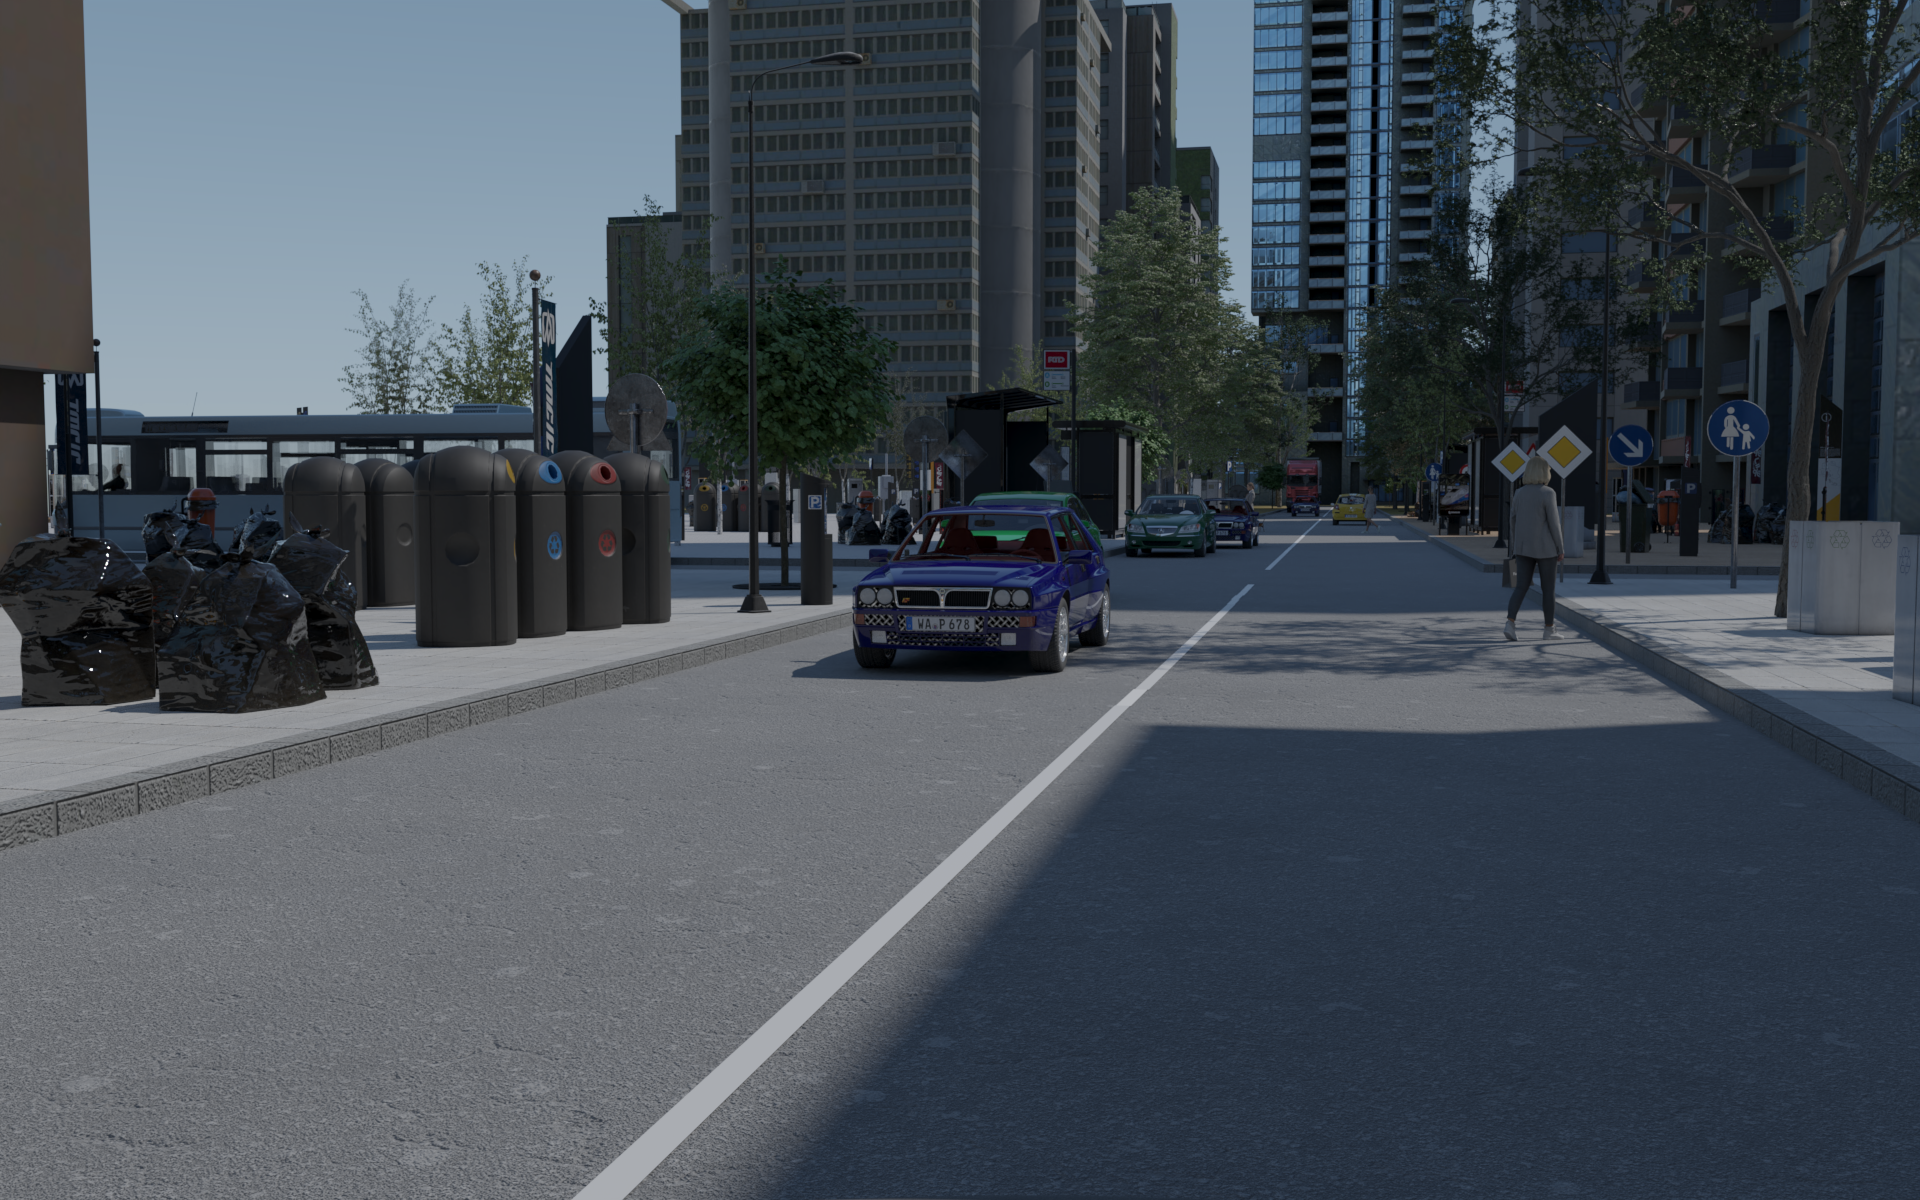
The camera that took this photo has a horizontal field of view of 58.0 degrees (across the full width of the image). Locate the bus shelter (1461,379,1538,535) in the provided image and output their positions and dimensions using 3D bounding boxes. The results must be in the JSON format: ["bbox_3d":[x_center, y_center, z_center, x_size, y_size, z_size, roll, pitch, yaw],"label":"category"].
[{"bbox_3d":[18.061,-4.926,58.168,2.179,5.291,8.768,1,4,13],"label":"bus shelter"}]

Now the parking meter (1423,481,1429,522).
[{"bbox_3d":[21.412,-4.517,79.570,0.255,1.863,0.399,1,4,19],"label":"parking meter"}]

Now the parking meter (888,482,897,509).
[{"bbox_3d":[-3.258,-4.756,83.471,0.399,1.863,0.255,-2,4,-27],"label":"parking meter"}]

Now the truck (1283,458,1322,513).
[{"bbox_3d":[26.879,-8.954,135.315,2.839,4.237,11.283,1,4,13],"label":"truck"}]

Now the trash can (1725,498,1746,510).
[{"bbox_3d":[26.954,-2.970,60.215,0.748,1.137,0.748,0,3,0],"label":"trash can"}]

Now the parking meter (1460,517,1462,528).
[{"bbox_3d":[18.562,-3.607,64.680,0.399,1.863,0.255,2,4,32],"label":"parking meter"}]

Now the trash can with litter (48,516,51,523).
[{"bbox_3d":[-40.349,-4.028,77.237,0.624,1.170,1.055,2,4,32],"label":"trash can with litter"}]

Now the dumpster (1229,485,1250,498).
[{"bbox_3d":[17.343,-6.241,107.806,1.264,1.857,1.865,1,4,13],"label":"dumpster"}]

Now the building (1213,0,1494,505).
[{"bbox_3d":[46.682,-54.551,204.573,31.000,86.520,22.319,1,4,13],"label":"building"}]

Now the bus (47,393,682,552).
[{"bbox_3d":[-12.308,-2.434,34.657,13.247,3.499,2.948,1,4,11],"label":"bus"}]

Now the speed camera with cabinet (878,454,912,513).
[{"bbox_3d":[-2.967,-5.550,85.083,2.038,3.252,0.660,-1,4,-14],"label":"speed camera with cabinet"}]

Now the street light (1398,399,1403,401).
[{"bbox_3d":[21.927,-6.844,84.442,1.470,5.913,1.316,1,4,13],"label":"street light"}]

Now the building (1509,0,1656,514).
[{"bbox_3d":[50.350,-35.520,122.759,21.231,58.520,28.212,1,4,13],"label":"building"}]

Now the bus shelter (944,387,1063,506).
[{"bbox_3d":[1.118,-3.060,41.313,1.731,3.624,6.357,1,4,13],"label":"bus shelter"}]

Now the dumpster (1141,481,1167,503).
[{"bbox_3d":[7.986,-4.109,72.945,1.264,1.857,1.865,1,4,13],"label":"dumpster"}]

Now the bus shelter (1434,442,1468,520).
[{"bbox_3d":[23.320,-5.527,81.643,1.731,3.624,6.357,1,4,13],"label":"bus shelter"}]

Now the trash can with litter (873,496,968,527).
[{"bbox_3d":[-0.490,-1.532,36.106,2.233,1.210,1.678,-1,4,-15],"label":"trash can with litter"}]

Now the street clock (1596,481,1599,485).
[{"bbox_3d":[34.294,-5.454,93.749,0.471,2.002,0.358,3,4,36],"label":"street clock"}]

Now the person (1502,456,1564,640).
[{"bbox_3d":[5.577,-0.509,17.007,0.728,1.800,0.709,-2,4,-32],"label":"person"}]

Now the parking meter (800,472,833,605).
[{"bbox_3d":[-1.663,-0.714,20.080,0.372,1.533,0.369,0,3,0],"label":"parking meter"}]

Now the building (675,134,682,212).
[{"bbox_3d":[-22.175,-36.498,220.446,21.600,48.544,21.300,1,4,13],"label":"building"}]

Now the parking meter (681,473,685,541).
[{"bbox_3d":[-7.729,-2.573,47.776,0.255,1.863,0.399,-1,4,-10],"label":"parking meter"}]

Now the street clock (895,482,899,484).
[{"bbox_3d":[-3.866,-6.238,106.563,0.358,2.002,0.471,0,4,-2],"label":"street clock"}]

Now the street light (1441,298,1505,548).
[{"bbox_3d":[12.316,-4.194,41.116,1.470,5.913,1.316,1,4,13],"label":"street light"}]

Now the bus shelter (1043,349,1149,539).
[{"bbox_3d":[3.946,-4.459,50.535,2.179,5.291,8.768,1,4,13],"label":"bus shelter"}]

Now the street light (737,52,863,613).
[{"bbox_3d":[-1.705,-2.810,18.482,1.470,5.913,1.316,1,4,13],"label":"street light"}]

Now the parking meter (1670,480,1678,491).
[{"bbox_3d":[28.692,-3.902,69.512,0.399,1.863,0.255,-2,4,-30],"label":"parking meter"}]

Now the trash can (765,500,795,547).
[{"bbox_3d":[-4.368,-1.859,42.044,0.748,1.137,0.748,0,3,0],"label":"trash can"}]

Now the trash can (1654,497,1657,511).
[{"bbox_3d":[30.591,-3.933,75.962,0.748,1.137,0.748,0,3,0],"label":"trash can"}]

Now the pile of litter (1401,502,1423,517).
[{"bbox_3d":[25.286,-5.018,96.009,1.719,0.858,1.176,1,4,12],"label":"pile of litter"}]

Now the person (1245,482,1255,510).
[{"bbox_3d":[8.886,-2.753,53.779,0.573,1.790,0.520,-1,4,-9],"label":"person"}]

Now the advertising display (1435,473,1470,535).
[{"bbox_3d":[15.352,-2.975,53.851,0.974,1.923,0.123,0,4,-3],"label":"advertising display"}]

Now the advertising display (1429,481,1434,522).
[{"bbox_3d":[21.817,-4.490,78.619,0.974,1.923,0.123,0,4,2],"label":"advertising display"}]

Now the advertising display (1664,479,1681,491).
[{"bbox_3d":[29.745,-4.089,72.070,0.974,1.923,0.123,-1,4,-11],"label":"advertising display"}]

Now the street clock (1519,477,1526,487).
[{"bbox_3d":[23.568,-4.140,72.262,0.358,2.002,0.471,-3,4,-38],"label":"street clock"}]

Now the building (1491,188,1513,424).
[{"bbox_3d":[75.659,-31.400,205.274,23.993,40.220,32.217,1,4,13],"label":"building"}]

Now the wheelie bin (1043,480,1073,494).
[{"bbox_3d":[2.176,-1.918,39.271,0.980,1.594,0.693,0,4,-7],"label":"wheelie bin"}]

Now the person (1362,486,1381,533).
[{"bbox_3d":[14.977,-3.289,63.033,0.760,1.731,0.466,2,4,34],"label":"person"}]

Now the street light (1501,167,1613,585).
[{"bbox_3d":[8.607,-3.187,24.652,1.470,5.913,1.316,1,4,13],"label":"street light"}]

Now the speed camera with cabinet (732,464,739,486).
[{"bbox_3d":[-14.671,-6.872,106.686,2.038,3.252,0.660,0,4,2],"label":"speed camera with cabinet"}]

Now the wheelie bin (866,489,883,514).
[{"bbox_3d":[-5.158,-6.181,108.966,0.980,1.594,0.693,-2,4,-24],"label":"wheelie bin"}]

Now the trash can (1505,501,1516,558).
[{"bbox_3d":[10.904,-1.334,33.457,0.748,1.137,0.748,0,3,0],"label":"trash can"}]

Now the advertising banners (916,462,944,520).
[{"bbox_3d":[-0.468,-3.615,55.286,2.074,3.025,0.090,-2,4,-28],"label":"advertising banners"}]

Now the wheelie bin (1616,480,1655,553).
[{"bbox_3d":[14.797,-1.841,38.002,0.693,1.594,0.980,2,4,35],"label":"wheelie bin"}]

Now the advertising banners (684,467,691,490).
[{"bbox_3d":[-16.906,-7.096,112.206,2.074,3.025,0.090,-1,4,-22],"label":"advertising banners"}]

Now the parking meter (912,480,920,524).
[{"bbox_3d":[-1.776,-4.049,71.905,0.399,1.863,0.255,2,4,25],"label":"parking meter"}]

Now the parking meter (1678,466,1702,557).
[{"bbox_3d":[15.036,-1.830,35.629,0.399,1.863,0.255,1,4,22],"label":"parking meter"}]

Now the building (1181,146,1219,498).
[{"bbox_3d":[23.537,-32.066,207.868,14.086,41.232,14.154,1,4,13],"label":"building"}]

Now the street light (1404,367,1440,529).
[{"bbox_3d":[17.090,-5.543,63.170,1.470,5.913,1.316,1,4,13],"label":"street light"}]

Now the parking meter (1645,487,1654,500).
[{"bbox_3d":[26.321,-3.534,66.186,0.372,1.533,0.369,0,3,0],"label":"parking meter"}]

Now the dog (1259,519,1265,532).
[{"bbox_3d":[11.420,-2.869,66.192,0.540,0.507,0.406,1,4,21],"label":"dog"}]
